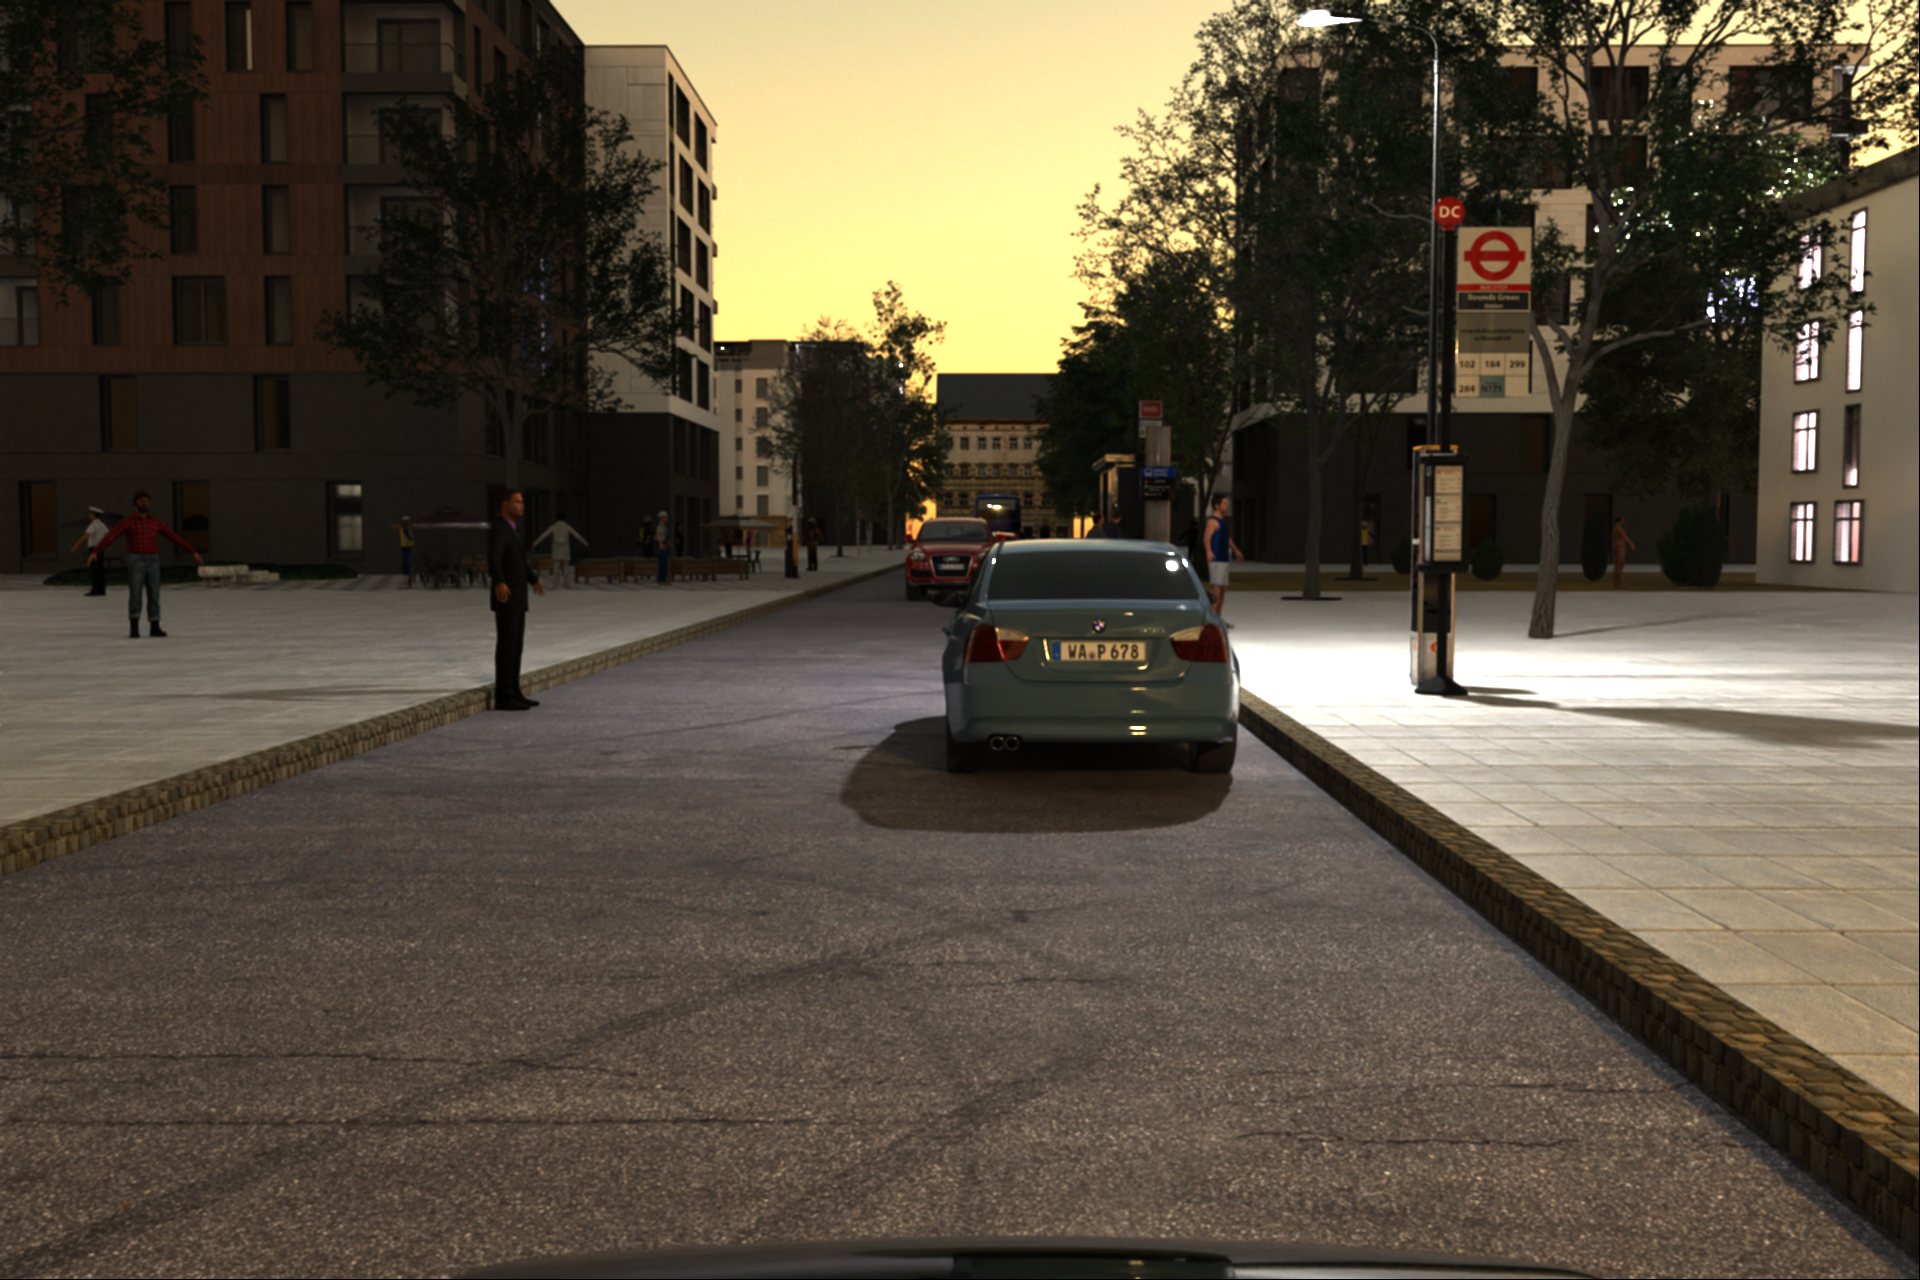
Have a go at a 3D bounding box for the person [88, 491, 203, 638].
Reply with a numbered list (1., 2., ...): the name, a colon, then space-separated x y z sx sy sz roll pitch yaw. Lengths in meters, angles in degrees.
1. person: -10.144 -0.944 21.542 1.345 1.816 0.704 -3 5 -42

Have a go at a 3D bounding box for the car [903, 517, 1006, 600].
1. car: -0.107 -1.858 39.056 2.281 1.827 5.304 0 4 2

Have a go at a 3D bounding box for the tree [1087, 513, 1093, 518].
1. tree: 19.817 -18.253 232.843 7.601 10.594 8.767 0 4 -5

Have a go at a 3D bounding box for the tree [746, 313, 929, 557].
1. tree: -6.770 -11.371 96.290 12.009 13.543 11.850 0 3 0

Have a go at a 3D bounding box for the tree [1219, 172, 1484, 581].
1. tree: 11.210 -7.470 47.888 9.928 11.665 9.643 0 3 0

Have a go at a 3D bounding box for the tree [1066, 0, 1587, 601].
1. tree: 6.992 -7.519 33.306 12.009 13.543 11.850 0 3 0

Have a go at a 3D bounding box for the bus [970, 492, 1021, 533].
1. bus: 2.069 -6.712 101.289 2.896 3.916 12.251 0 3 0

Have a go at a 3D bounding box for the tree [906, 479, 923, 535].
1. tree: -6.283 -17.193 231.463 4.360 8.622 3.978 0 3 0

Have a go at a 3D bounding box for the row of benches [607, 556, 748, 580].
1. row of benches: -8.028 -2.034 48.721 4.104 0.672 1.422 1 4 9

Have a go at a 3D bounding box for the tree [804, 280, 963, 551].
1. tree: -6.099 -16.895 132.129 12.611 20.169 13.585 0 3 0

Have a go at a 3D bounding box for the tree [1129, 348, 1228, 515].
1. tree: 8.463 -7.276 69.317 4.737 8.622 4.395 0 3 0

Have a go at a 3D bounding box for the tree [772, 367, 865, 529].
1. tree: -6.730 -7.725 76.666 4.360 8.622 3.978 0 3 0

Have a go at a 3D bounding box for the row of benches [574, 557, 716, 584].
1. row of benches: -8.383 -1.865 45.955 4.104 0.672 1.422 -3 5 -40

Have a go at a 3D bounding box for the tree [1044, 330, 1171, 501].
1. tree: 8.458 -10.780 94.383 7.486 12.596 7.792 0 3 0

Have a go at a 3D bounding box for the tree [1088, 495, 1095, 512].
1. tree: 10.164 -10.825 127.347 4.737 8.622 4.395 0 3 0

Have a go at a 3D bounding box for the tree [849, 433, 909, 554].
1. tree: -6.039 -9.928 112.684 4.360 8.622 3.978 0 3 0

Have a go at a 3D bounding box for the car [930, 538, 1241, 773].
1. car: 0.791 0.020 11.673 2.014 1.417 4.499 0 4 1

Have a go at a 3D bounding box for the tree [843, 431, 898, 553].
1. tree: -6.351 -10.360 119.754 4.737 8.622 4.395 0 3 0

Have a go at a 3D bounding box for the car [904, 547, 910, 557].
1. car: -0.848 -2.874 59.346 2.083 1.381 4.827 0 4 1

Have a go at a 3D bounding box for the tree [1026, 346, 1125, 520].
1. tree: 9.417 -12.862 116.953 9.857 13.997 8.962 0 3 0

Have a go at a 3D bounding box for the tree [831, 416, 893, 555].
1. tree: -6.139 -9.459 105.023 4.737 8.622 4.395 0 3 0

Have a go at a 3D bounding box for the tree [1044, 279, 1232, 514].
1. tree: 8.541 -10.799 83.226 9.857 13.997 8.962 0 3 0

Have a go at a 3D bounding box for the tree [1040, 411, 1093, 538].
1. tree: 10.211 -13.570 139.990 7.486 12.596 7.792 0 3 0

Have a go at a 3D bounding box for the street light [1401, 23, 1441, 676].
1. street light: 4.770 -2.625 15.452 1.470 5.913 1.316 0 4 1

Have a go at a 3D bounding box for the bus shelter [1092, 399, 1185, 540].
1. bus shelter: 4.934 -4.393 49.451 2.179 5.291 8.768 0 4 1

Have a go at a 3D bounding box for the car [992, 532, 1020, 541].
1. car: 1.012 -2.457 49.206 2.155 1.783 4.494 0 4 1

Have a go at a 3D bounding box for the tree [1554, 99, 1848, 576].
1. tree: 22.922 -8.918 52.470 9.857 13.997 8.962 0 3 0

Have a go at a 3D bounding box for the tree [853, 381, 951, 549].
1. tree: -5.146 -14.628 145.830 9.857 13.997 8.962 0 3 0

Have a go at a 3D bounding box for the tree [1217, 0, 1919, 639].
1. tree: 7.223 -5.277 20.686 8.767 10.594 7.601 -1 4 -14

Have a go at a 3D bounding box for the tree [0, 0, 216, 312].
1. tree: -9.356 -4.795 12.814 7.601 10.594 8.767 -1 4 -23

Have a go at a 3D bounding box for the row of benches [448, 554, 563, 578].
1. row of benches: -13.654 -2.272 52.617 1.422 0.672 4.104 3 4 36

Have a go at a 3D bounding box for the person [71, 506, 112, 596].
1. person: -18.004 -1.851 36.049 0.704 1.855 1.343 0 4 5

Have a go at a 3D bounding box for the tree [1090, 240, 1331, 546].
1. tree: 8.540 -8.187 59.611 9.928 11.665 9.643 0 3 0

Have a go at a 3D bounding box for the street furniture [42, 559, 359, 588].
1. street furniture: -19.828 -1.870 46.197 5.734 0.657 10.072 0 4 5

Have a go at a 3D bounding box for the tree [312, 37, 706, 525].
1. tree: -8.047 -5.960 31.854 7.601 10.594 8.767 -3 5 -42
